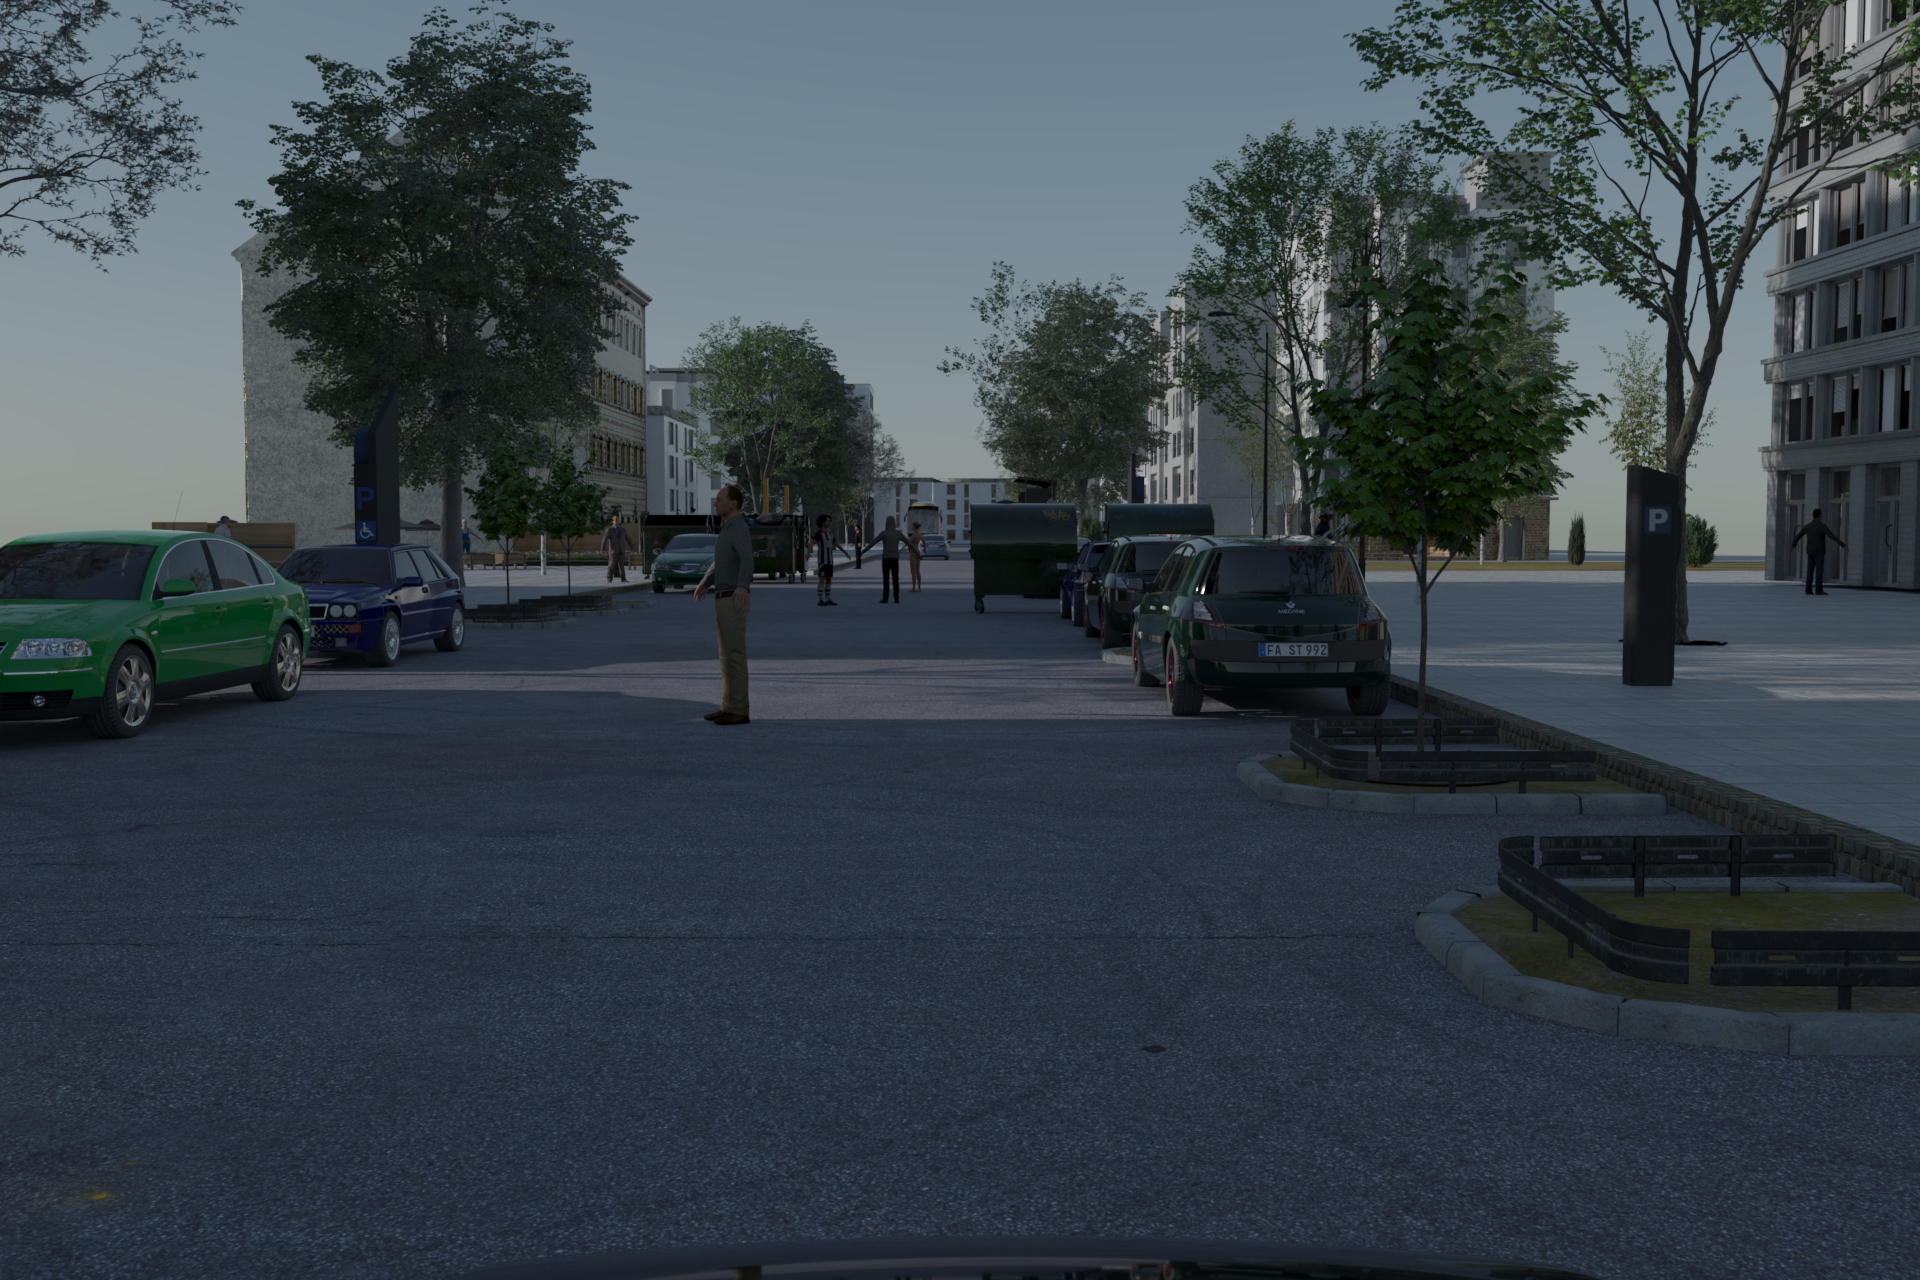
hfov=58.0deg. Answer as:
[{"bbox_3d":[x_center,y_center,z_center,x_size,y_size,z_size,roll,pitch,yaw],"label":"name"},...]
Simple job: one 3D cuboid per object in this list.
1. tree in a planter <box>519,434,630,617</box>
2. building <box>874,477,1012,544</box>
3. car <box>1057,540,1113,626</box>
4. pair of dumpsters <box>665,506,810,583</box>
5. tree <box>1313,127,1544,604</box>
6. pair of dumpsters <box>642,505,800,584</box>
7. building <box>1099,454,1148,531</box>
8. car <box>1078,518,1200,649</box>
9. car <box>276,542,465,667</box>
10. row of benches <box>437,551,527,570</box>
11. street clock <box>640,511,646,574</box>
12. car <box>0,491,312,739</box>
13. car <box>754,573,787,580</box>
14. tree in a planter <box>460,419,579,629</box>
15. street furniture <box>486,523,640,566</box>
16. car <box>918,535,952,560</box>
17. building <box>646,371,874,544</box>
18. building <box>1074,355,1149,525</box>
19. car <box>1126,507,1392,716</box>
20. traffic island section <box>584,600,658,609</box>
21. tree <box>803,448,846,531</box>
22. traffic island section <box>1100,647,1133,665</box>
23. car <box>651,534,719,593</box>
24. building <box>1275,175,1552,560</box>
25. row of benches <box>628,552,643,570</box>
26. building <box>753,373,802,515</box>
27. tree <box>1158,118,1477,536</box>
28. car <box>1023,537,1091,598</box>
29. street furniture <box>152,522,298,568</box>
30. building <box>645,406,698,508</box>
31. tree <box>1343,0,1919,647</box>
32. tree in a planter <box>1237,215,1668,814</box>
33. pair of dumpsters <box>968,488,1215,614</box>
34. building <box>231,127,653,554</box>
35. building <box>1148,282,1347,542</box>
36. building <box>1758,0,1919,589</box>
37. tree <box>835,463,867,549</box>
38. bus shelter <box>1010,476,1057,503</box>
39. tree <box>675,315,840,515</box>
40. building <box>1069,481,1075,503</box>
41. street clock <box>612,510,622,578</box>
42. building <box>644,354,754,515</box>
[{"bbox_3d":[-7.016,-2.066,30.995,1.991,3.239,1.994,0,4,1],"label":"tree in a planter"},{"bbox_3d":[-3.986,-19.060,256.237,28.070,9.664,9.099,0,4,1],"label":"building"},{"bbox_3d":[2.579,-0.955,28.202,1.945,1.354,3.894,0,4,-1],"label":"car"},{"bbox_3d":[-6.686,-2.845,51.460,4.436,2.255,1.574,0,3,0],"label":"pair of dumpsters"},{"bbox_3d":[8.553,-4.989,31.937,4.360,8.622,3.978,0,3,0],"label":"tree"},{"bbox_3d":[-6.862,-2.742,49.777,4.436,2.255,1.574,0,4,0],"label":"pair of dumpsters"},{"bbox_3d":[20.416,-14.951,186.602,9.099,9.664,28.070,0,4,0],"label":"building"},{"bbox_3d":[2.595,-0.799,22.854,2.009,1.686,4.222,0,4,-1],"label":"car"},{"bbox_3d":[-6.980,-0.446,19.876,1.945,1.354,3.894,0,4,0],"label":"car"},{"bbox_3d":[-17.439,-2.903,62.927,1.422,0.672,4.104,3,4,36],"label":"row of benches"},{"bbox_3d":[-10.038,-3.100,55.254,0.358,2.002,0.471,0,4,1],"label":"street clock"},{"bbox_3d":[-6.662,-0.290,13.533,1.959,1.807,4.718,0,4,0],"label":"car"},{"bbox_3d":[-6.580,-2.854,55.453,1.959,1.807,4.718,0,4,1],"label":"car"},{"bbox_3d":[-7.079,-1.824,27.037,1.991,3.239,1.994,0,4,1],"label":"tree in a planter"},{"bbox_3d":[-17.381,-3.982,71.962,9.812,1.723,11.010,-1,4,-9],"label":"street furniture"},{"bbox_3d":[-1.469,-5.110,95.550,2.014,1.417,4.499,0,4,0],"label":"car"},{"bbox_3d":[-26.084,-23.788,232.903,27.936,21.610,32.646,0,4,-1],"label":"building"},{"bbox_3d":[23.572,-23.144,209.331,19.493,23.208,18.063,0,4,1],"label":"building"},{"bbox_3d":[2.501,-0.323,15.067,2.009,1.686,4.222,0,4,0],"label":"car"},{"bbox_3d":[-7.030,-0.690,34.154,1.991,0.108,1.994,0,4,1],"label":"traffic island section"},{"bbox_3d":[-9.404,-10.749,126.104,4.360,8.622,3.978,0,3,0],"label":"tree"},{"bbox_3d":[2.621,0.191,19.739,1.991,0.108,1.994,0,4,0],"label":"traffic island section"},{"bbox_3d":[-6.587,-1.959,43.830,2.131,1.459,4.920,0,4,0],"label":"car"},{"bbox_3d":[23.213,-14.770,97.904,16.016,20.090,11.380,0,4,0],"label":"building"},{"bbox_3d":[-9.695,-2.816,61.508,4.104,0.672,1.422,0,4,8],"label":"row of benches"},{"bbox_3d":[-24.435,-20.974,199.342,16.016,20.090,11.380,0,4,1],"label":"building"},{"bbox_3d":[8.655,-7.139,42.470,9.928,11.665,9.643,0,3,0],"label":"tree"},{"bbox_3d":[2.309,-1.702,40.182,2.083,1.381,4.827,0,4,-1],"label":"car"},{"bbox_3d":[-29.524,-3.716,67.614,11.010,1.723,9.812,-1,4,-17],"label":"street furniture"},{"bbox_3d":[-23.743,-11.317,127.181,9.099,9.664,28.070,0,3,0],"label":"building"},{"bbox_3d":[8.489,-5.757,19.881,9.928,11.665,9.643,0,3,0],"label":"tree"},{"bbox_3d":[2.627,-0.767,9.758,1.991,3.239,1.994,0,3,0],"label":"tree in a planter"},{"bbox_3d":[2.368,-1.630,31.604,4.436,2.255,1.574,0,4,-1],"label":"pair of dumpsters"},{"bbox_3d":[-29.434,-16.600,102.346,19.493,23.208,18.063,0,4,0],"label":"building"},{"bbox_3d":[24.181,-16.134,130.243,16.747,18.905,31.486,0,4,0],"label":"building"},{"bbox_3d":[24.472,-11.556,35.620,8.464,21.280,15.925,0,4,0],"label":"building"},{"bbox_3d":[-9.579,-11.902,144.955,4.737,8.622,4.395,0,3,0],"label":"tree"},{"bbox_3d":[3.106,-5.014,73.263,1.731,3.624,6.357,0,4,-1],"label":"bus shelter"},{"bbox_3d":[-9.513,-9.532,81.603,9.928,11.665,9.643,0,3,0],"label":"tree"},{"bbox_3d":[24.329,-24.420,230.188,19.493,23.208,18.063,0,4,0],"label":"building"},{"bbox_3d":[-10.036,-2.821,50.693,0.358,2.002,0.471,0,4,0],"label":"street clock"},{"bbox_3d":[-28.270,-19.957,182.722,16.016,20.090,11.380,0,4,0],"label":"building"}]
